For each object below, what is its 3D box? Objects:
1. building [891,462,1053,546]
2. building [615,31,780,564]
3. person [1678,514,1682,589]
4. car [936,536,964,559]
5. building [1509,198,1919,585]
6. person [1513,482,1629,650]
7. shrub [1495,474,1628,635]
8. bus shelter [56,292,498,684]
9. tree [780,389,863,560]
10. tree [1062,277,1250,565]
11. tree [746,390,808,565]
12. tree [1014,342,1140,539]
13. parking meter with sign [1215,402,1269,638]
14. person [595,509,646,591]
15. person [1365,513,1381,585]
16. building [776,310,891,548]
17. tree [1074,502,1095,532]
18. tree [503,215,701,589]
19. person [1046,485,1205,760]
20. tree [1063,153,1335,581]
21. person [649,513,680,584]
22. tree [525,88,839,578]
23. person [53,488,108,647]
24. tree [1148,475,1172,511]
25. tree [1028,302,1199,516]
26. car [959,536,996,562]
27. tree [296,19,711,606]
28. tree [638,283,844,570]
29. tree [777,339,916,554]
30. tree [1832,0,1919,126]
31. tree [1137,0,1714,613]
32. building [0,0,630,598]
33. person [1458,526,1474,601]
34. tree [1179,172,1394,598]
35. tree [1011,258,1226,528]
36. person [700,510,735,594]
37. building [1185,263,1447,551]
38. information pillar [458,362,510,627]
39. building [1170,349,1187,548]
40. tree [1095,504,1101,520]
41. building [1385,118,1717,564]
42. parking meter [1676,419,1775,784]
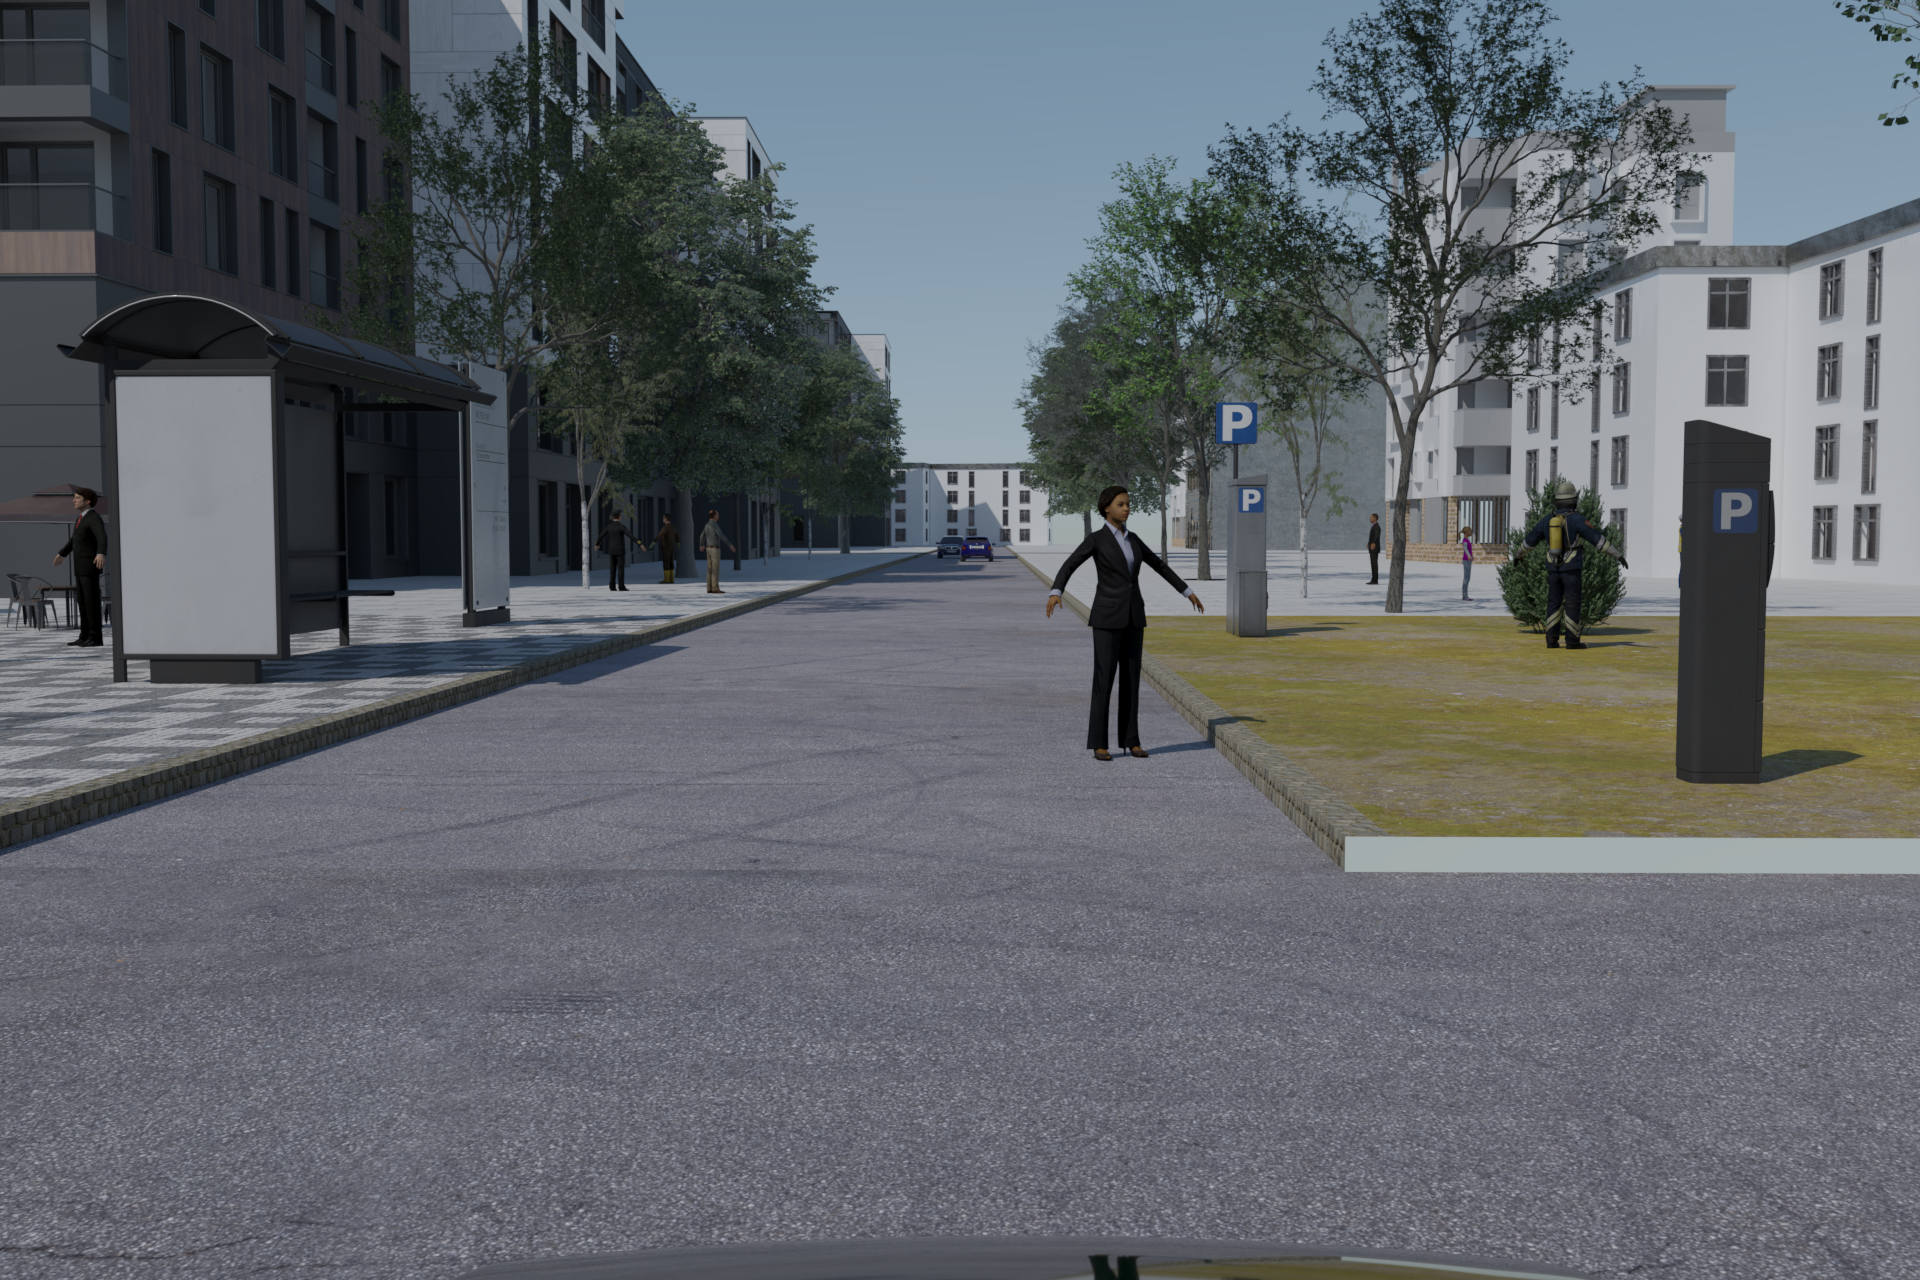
[{"bbox_3d":[-3.409,-15.848,203.723,28.070,9.664,9.099,1,4,10],"label":"building"},{"bbox_3d":[-24.405,-14.628,83.138,27.936,21.610,32.646,0,4,0],"label":"building"},{"bbox_3d":[17.043,-2.085,40.556,0.721,1.772,1.216,2,4,24],"label":"person"},{"bbox_3d":[-0.448,-5.507,102.619,1.945,1.354,3.894,0,4,1],"label":"car"},{"bbox_3d":[24.784,-6.636,50.638,9.099,9.664,28.070,0,4,1],"label":"building"},{"bbox_3d":[6.776,-0.830,19.357,0.705,1.856,1.354,-3,5,-43],"label":"person"},{"bbox_3d":[7.704,-1.110,22.190,1.661,2.075,1.752,0,3,0],"label":"shrub"},{"bbox_3d":[-6.445,-1.429,17.291,2.014,3.302,5.546,0,4,2],"label":"bus shelter"},{"bbox_3d":[-7.731,-8.329,86.537,4.360,8.622,3.978,0,3,0],"label":"tree"},{"bbox_3d":[7.194,-7.873,63.134,7.601,10.594,8.767,-1,4,-23],"label":"tree"},{"bbox_3d":[-7.948,-7.340,70.370,4.737,8.622,4.395,0,3,0],"label":"tree"},{"bbox_3d":[8.042,-12.354,108.649,9.857,13.997,8.962,0,3,0],"label":"tree"},{"bbox_3d":[3.653,-1.586,22.195,0.543,3.016,1.738,0,4,0],"label":"parking meter with sign"},{"bbox_3d":[-7.677,-2.016,38.888,1.347,1.837,0.705,2,4,24],"label":"person"},{"bbox_3d":[10.464,-2.302,43.865,0.704,1.802,1.346,0,4,8],"label":"person"},{"bbox_3d":[-21.589,-20.232,174.776,27.936,21.610,32.646,0,4,0],"label":"building"},{"bbox_3d":[15.147,-15.409,202.307,4.360,8.622,3.978,0,3,0],"label":"tree"},{"bbox_3d":[-8.889,-5.482,39.996,4.360,8.622,3.978,0,3,0],"label":"tree"},{"bbox_3d":[1.042,-0.111,10.992,1.216,1.740,0.721,-2,4,-31],"label":"person"},{"bbox_3d":[6.651,-7.454,47.623,9.928,11.665,9.643,0,3,0],"label":"tree"},{"bbox_3d":[-7.587,-2.366,44.822,0.704,1.812,1.346,2,4,23],"label":"person"},{"bbox_3d":[-8.010,-8.785,50.294,9.857,13.997,8.962,0,3,0],"label":"tree"},{"bbox_3d":[-9.993,-0.831,19.780,1.347,1.806,0.705,3,5,43],"label":"person"},{"bbox_3d":[26.222,-17.707,199.879,12.009,13.543,11.850,0,3,0],"label":"tree"},{"bbox_3d":[8.283,-11.349,92.211,9.857,13.997,8.962,0,3,0],"label":"tree"},{"bbox_3d":[0.892,-4.753,90.288,1.945,1.354,3.894,0,4,1],"label":"car"},{"bbox_3d":[-7.930,-5.895,30.803,7.601,10.594,8.767,-2,4,-33],"label":"tree"},{"bbox_3d":[-7.700,-7.755,61.213,8.767,10.594,7.601,2,4,26],"label":"tree"},{"bbox_3d":[-7.426,-12.602,112.706,9.857,13.997,8.962,0,3,0],"label":"tree"},{"bbox_3d":[19.947,-10.489,27.389,12.611,20.169,13.585,0,3,0],"label":"tree"},{"bbox_3d":[7.034,-5.698,27.571,8.767,10.594,7.601,0,4,2],"label":"tree"},{"bbox_3d":[-27.065,-12.621,50.321,27.936,21.610,32.646,0,4,2],"label":"building"},{"bbox_3d":[9.796,-1.467,33.249,0.599,1.433,0.991,1,4,19],"label":"person"},{"bbox_3d":[7.073,-5.152,34.592,4.360,8.622,3.978,0,3,0],"label":"tree"},{"bbox_3d":[7.300,-10.198,77.113,12.009,13.543,11.850,0,3,0],"label":"tree"},{"bbox_3d":[-5.290,-1.901,37.354,0.705,1.796,1.348,-3,5,-39],"label":"person"},{"bbox_3d":[29.011,-19.099,143.194,19.493,23.208,18.063,0,4,1],"label":"building"},{"bbox_3d":[-6.714,-2.029,24.492,0.184,3.620,1.656,0,4,2],"label":"information pillar"},{"bbox_3d":[26.272,-19.378,173.257,16.016,20.090,11.380,0,4,1],"label":"building"},{"bbox_3d":[16.936,-15.131,197.750,4.737,8.622,4.395,0,3,0],"label":"tree"},{"bbox_3d":[26.447,-14.001,85.332,16.016,20.090,11.380,0,4,1],"label":"building"},{"bbox_3d":[3.957,-0.198,8.956,0.399,1.863,0.255,0,4,2],"label":"parking meter"}]
